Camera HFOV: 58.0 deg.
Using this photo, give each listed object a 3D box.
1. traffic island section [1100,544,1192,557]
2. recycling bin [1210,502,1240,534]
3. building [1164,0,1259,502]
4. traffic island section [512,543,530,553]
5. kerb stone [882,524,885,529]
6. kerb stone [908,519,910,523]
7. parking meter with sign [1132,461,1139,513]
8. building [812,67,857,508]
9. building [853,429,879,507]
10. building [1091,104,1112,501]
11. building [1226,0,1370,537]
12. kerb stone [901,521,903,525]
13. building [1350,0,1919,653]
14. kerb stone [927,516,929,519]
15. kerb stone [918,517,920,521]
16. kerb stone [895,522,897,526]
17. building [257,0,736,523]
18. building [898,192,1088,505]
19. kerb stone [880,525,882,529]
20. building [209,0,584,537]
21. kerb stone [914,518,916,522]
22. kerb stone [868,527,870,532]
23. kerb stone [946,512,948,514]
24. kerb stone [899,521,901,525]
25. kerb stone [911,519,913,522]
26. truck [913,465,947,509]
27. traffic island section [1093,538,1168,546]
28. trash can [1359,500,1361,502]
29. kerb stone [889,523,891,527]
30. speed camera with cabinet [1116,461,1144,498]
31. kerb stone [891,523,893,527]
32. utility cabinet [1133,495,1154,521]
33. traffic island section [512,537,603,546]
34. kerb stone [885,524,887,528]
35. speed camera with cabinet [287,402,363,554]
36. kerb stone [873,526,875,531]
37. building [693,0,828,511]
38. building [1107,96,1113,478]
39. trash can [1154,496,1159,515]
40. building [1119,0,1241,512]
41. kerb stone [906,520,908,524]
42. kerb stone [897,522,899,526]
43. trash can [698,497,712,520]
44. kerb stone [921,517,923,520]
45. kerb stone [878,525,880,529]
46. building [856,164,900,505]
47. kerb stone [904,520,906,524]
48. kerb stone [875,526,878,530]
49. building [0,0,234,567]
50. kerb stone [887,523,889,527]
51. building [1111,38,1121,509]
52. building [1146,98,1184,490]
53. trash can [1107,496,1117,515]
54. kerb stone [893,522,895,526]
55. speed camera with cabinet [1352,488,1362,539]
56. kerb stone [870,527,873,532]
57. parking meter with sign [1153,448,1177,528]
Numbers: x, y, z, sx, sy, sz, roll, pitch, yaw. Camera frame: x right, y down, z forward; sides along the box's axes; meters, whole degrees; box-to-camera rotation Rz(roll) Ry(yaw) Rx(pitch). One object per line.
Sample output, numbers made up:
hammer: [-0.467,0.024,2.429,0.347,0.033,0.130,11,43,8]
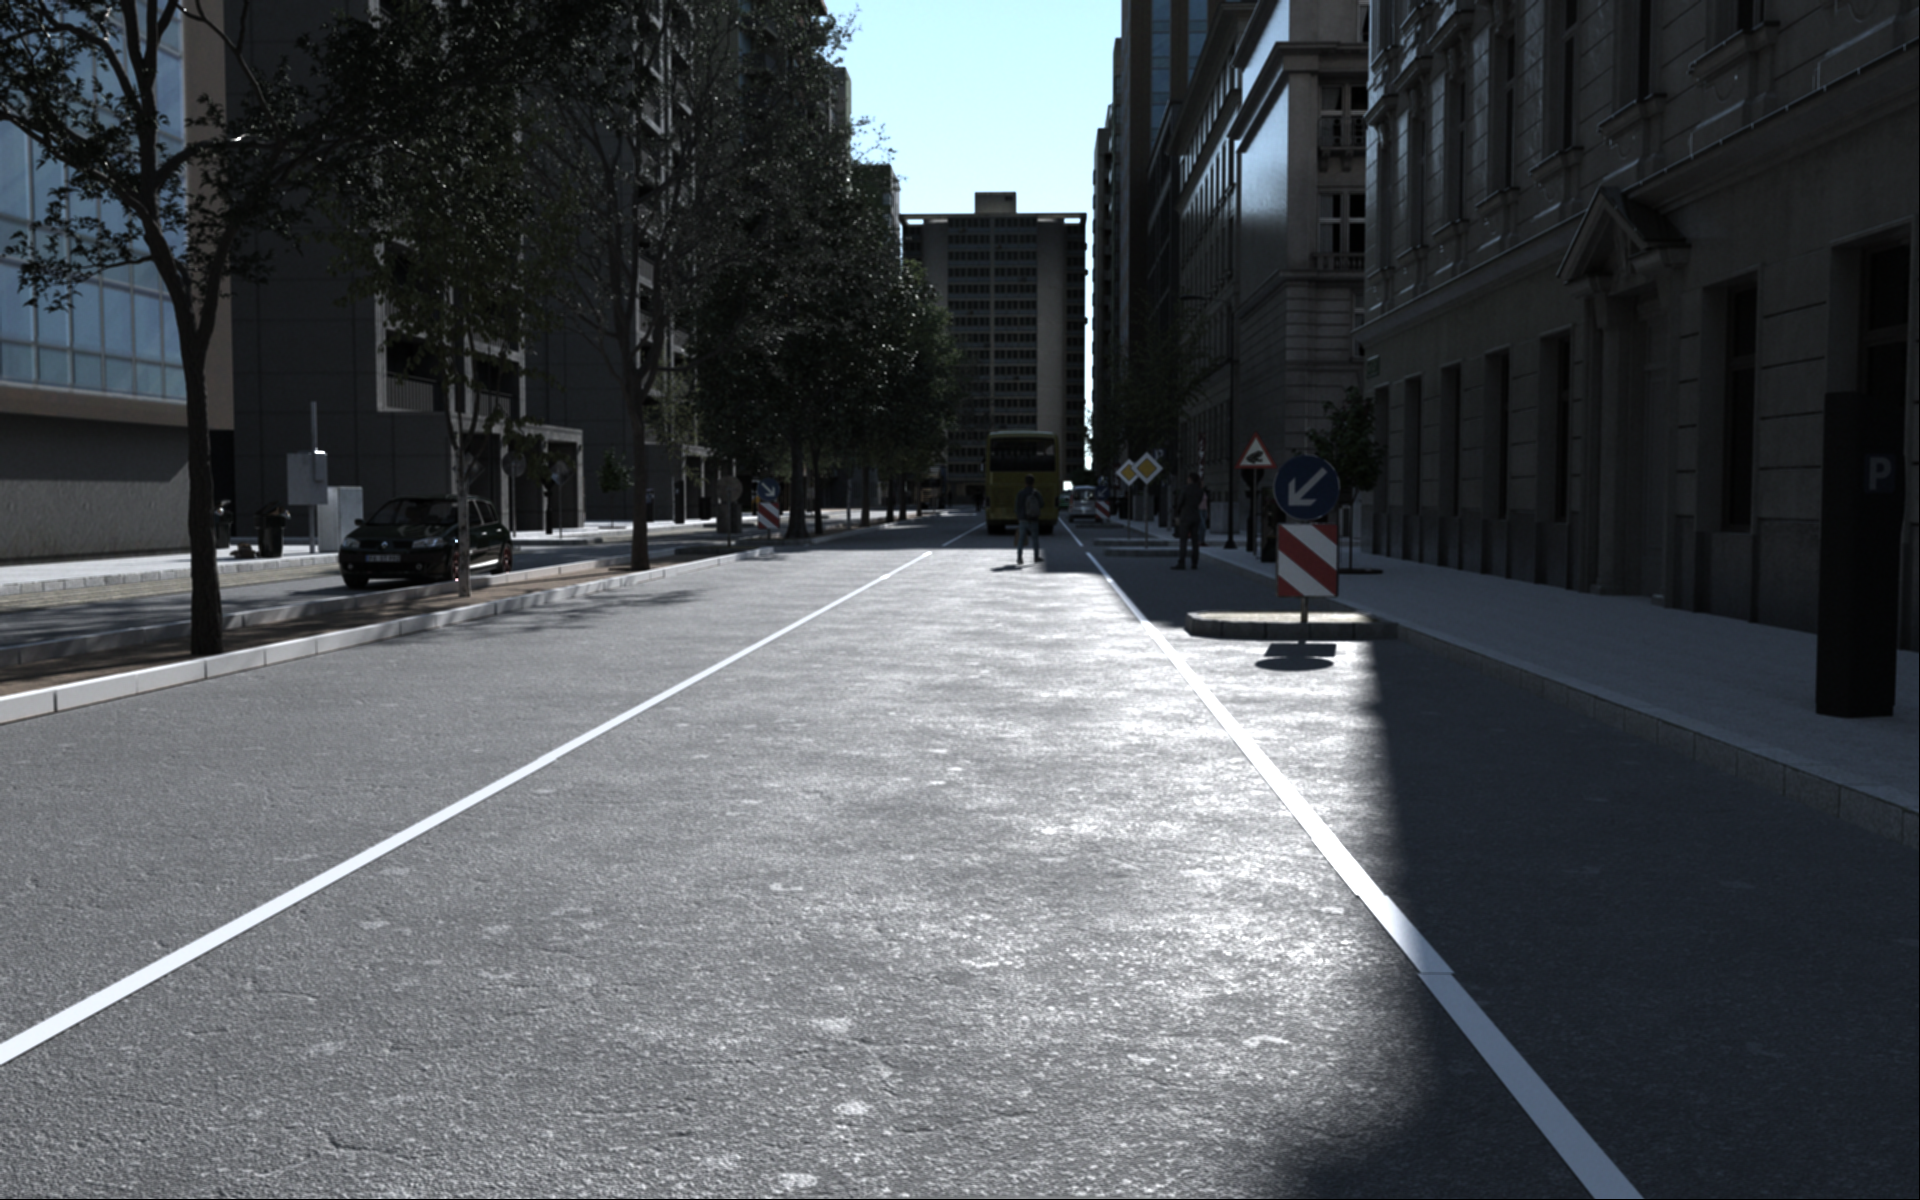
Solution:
traffic island section: [4.416,-1.136,40.852,2.009,0.180,2.903,0,4,3]
recycling bin: [8.551,-2.652,55.922,0.722,1.027,0.722,-2,4,-24]
building: [18.984,-15.310,83.607,16.112,22.955,30.059,0,4,3]
traffic island section: [-11.809,-1.181,41.592,2.009,0.180,2.903,0,4,3]
kerb stone: [-3.277,-2.972,70.795,0.120,0.150,1.000,0,4,3]
kerb stone: [-2.670,-3.786,84.096,0.120,0.150,1.000,0,4,3]
parking meter with sign: [9.428,-5.939,93.370,0.543,3.016,1.738,1,4,8]
building: [-17.742,-29.217,161.287,14.154,41.232,14.086,0,4,3]
building: [-24.442,-20.830,185.612,28.899,21.520,27.650,0,4,3]
building: [27.437,-36.385,218.592,21.600,48.544,21.300,0,4,3]
building: [21.352,-13.091,55.837,24.055,21.916,13.314,0,4,3]
kerb stone: [-2.870,-3.536,80.003,0.120,0.150,1.000,0,4,3]
building: [15.763,-14.634,15.678,17.030,29.872,44.131,0,4,3]
kerb stone: [-2.021,-4.665,98.467,0.120,0.150,1.000,0,4,3]
kerb stone: [-2.344,-4.225,91.279,0.120,0.150,1.000,0,4,3]
kerb stone: [-2.999,-3.348,76.931,0.120,0.150,1.000,0,4,3]
building: [-23.267,-40.062,93.265,20.563,71.187,20.611,0,4,3]
building: [4.541,-32.627,225.331,23.993,40.220,32.217,0,4,3]
kerb stone: [-3.329,-2.910,69.767,0.120,0.150,1.000,0,4,3]
building: [-24.778,-38.027,59.990,20.563,71.187,20.611,0,4,3]
kerb stone: [-2.488,-4.037,88.204,0.120,0.150,1.000,0,4,3]
kerb stone: [-3.556,-2.596,64.647,0.120,0.150,1.000,0,4,3]
kerb stone: [-1.088,-5.918,118.958,0.120,0.150,1.000,0,4,3]
kerb stone: [-2.900,-3.473,78.973,0.120,0.150,1.000,0,4,3]
kerb stone: [-2.582,-3.911,86.148,0.120,0.150,1.000,0,4,3]
truck: [-2.778,-10.922,167.494,2.839,4.237,11.283,0,4,2]
traffic island section: [4.779,-1.624,48.829,2.009,0.180,2.903,0,4,3]
trash can: [9.826,-1.796,41.026,0.748,1.137,0.748,0,3,0]
kerb stone: [-3.142,-3.160,73.868,0.120,0.150,1.000,0,4,3]
speed camera with cabinet: [10.214,-6.619,102.558,0.660,3.252,2.038,-3,5,-44]
kerb stone: [-3.099,-3.222,74.889,0.120,0.150,1.000,0,4,3]
utility cabinet: [8.672,-4.326,81.885,1.020,1.237,0.306,-2,4,-24]
traffic island section: [-11.446,-1.669,49.569,2.009,0.180,2.903,0,4,3]
kerb stone: [-3.237,-3.032,71.823,0.120,0.150,1.000,0,4,3]
speed camera with cabinet: [-13.862,-2.661,37.837,0.660,3.252,2.038,1,4,12]
kerb stone: [-3.466,-2.722,66.693,0.120,0.150,1.000,0,4,3]
building: [-22.499,-29.646,139.344,22.147,44.769,28.867,0,4,3]
building: [27.003,-34.319,180.728,23.786,49.044,30.456,0,4,3]
trash can: [11.627,-5.677,104.465,0.748,1.137,0.748,0,3,0]
building: [19.313,-29.376,130.403,14.600,45.320,14.200,0,4,3]
kerb stone: [-2.725,-3.721,83.075,0.120,0.150,1.000,0,4,3]
kerb stone: [-2.948,-3.410,77.952,0.120,0.150,1.000,0,4,3]
trash can: [-12.657,-4.546,85.984,0.748,1.137,0.748,0,3,0]
kerb stone: [-2.249,-4.351,93.326,0.120,0.150,1.000,0,4,3]
kerb stone: [-3.380,-2.847,68.741,0.120,0.150,1.000,0,4,3]
building: [-14.865,-32.673,217.790,14.086,41.232,14.154,0,4,3]
kerb stone: [-2.769,-3.661,82.053,0.120,0.150,1.000,0,4,3]
kerb stone: [-3.414,-2.781,67.720,0.120,0.150,1.000,0,4,3]
building: [-23.532,-23.278,30.708,14.200,45.320,14.600,0,4,3]
kerb stone: [-3.187,-3.090,72.844,0.120,0.150,1.000,0,4,3]
building: [20.879,-29.071,158.905,14.154,41.232,14.086,0,4,3]
building: [19.685,-19.414,110.923,14.314,27.812,24.014,0,4,3]
trash can: [9.352,-5.794,106.384,0.748,1.137,0.748,0,3,0]
kerb stone: [-3.049,-3.283,75.910,0.120,0.150,1.000,0,4,3]
speed camera with cabinet: [11.350,-3.331,48.792,0.660,3.252,2.038,1,4,17]
kerb stone: [-3.505,-2.659,65.670,0.120,0.150,1.000,0,4,3]
parking meter with sign: [8.094,-4.328,67.029,0.543,3.016,1.738,2,4,32]
